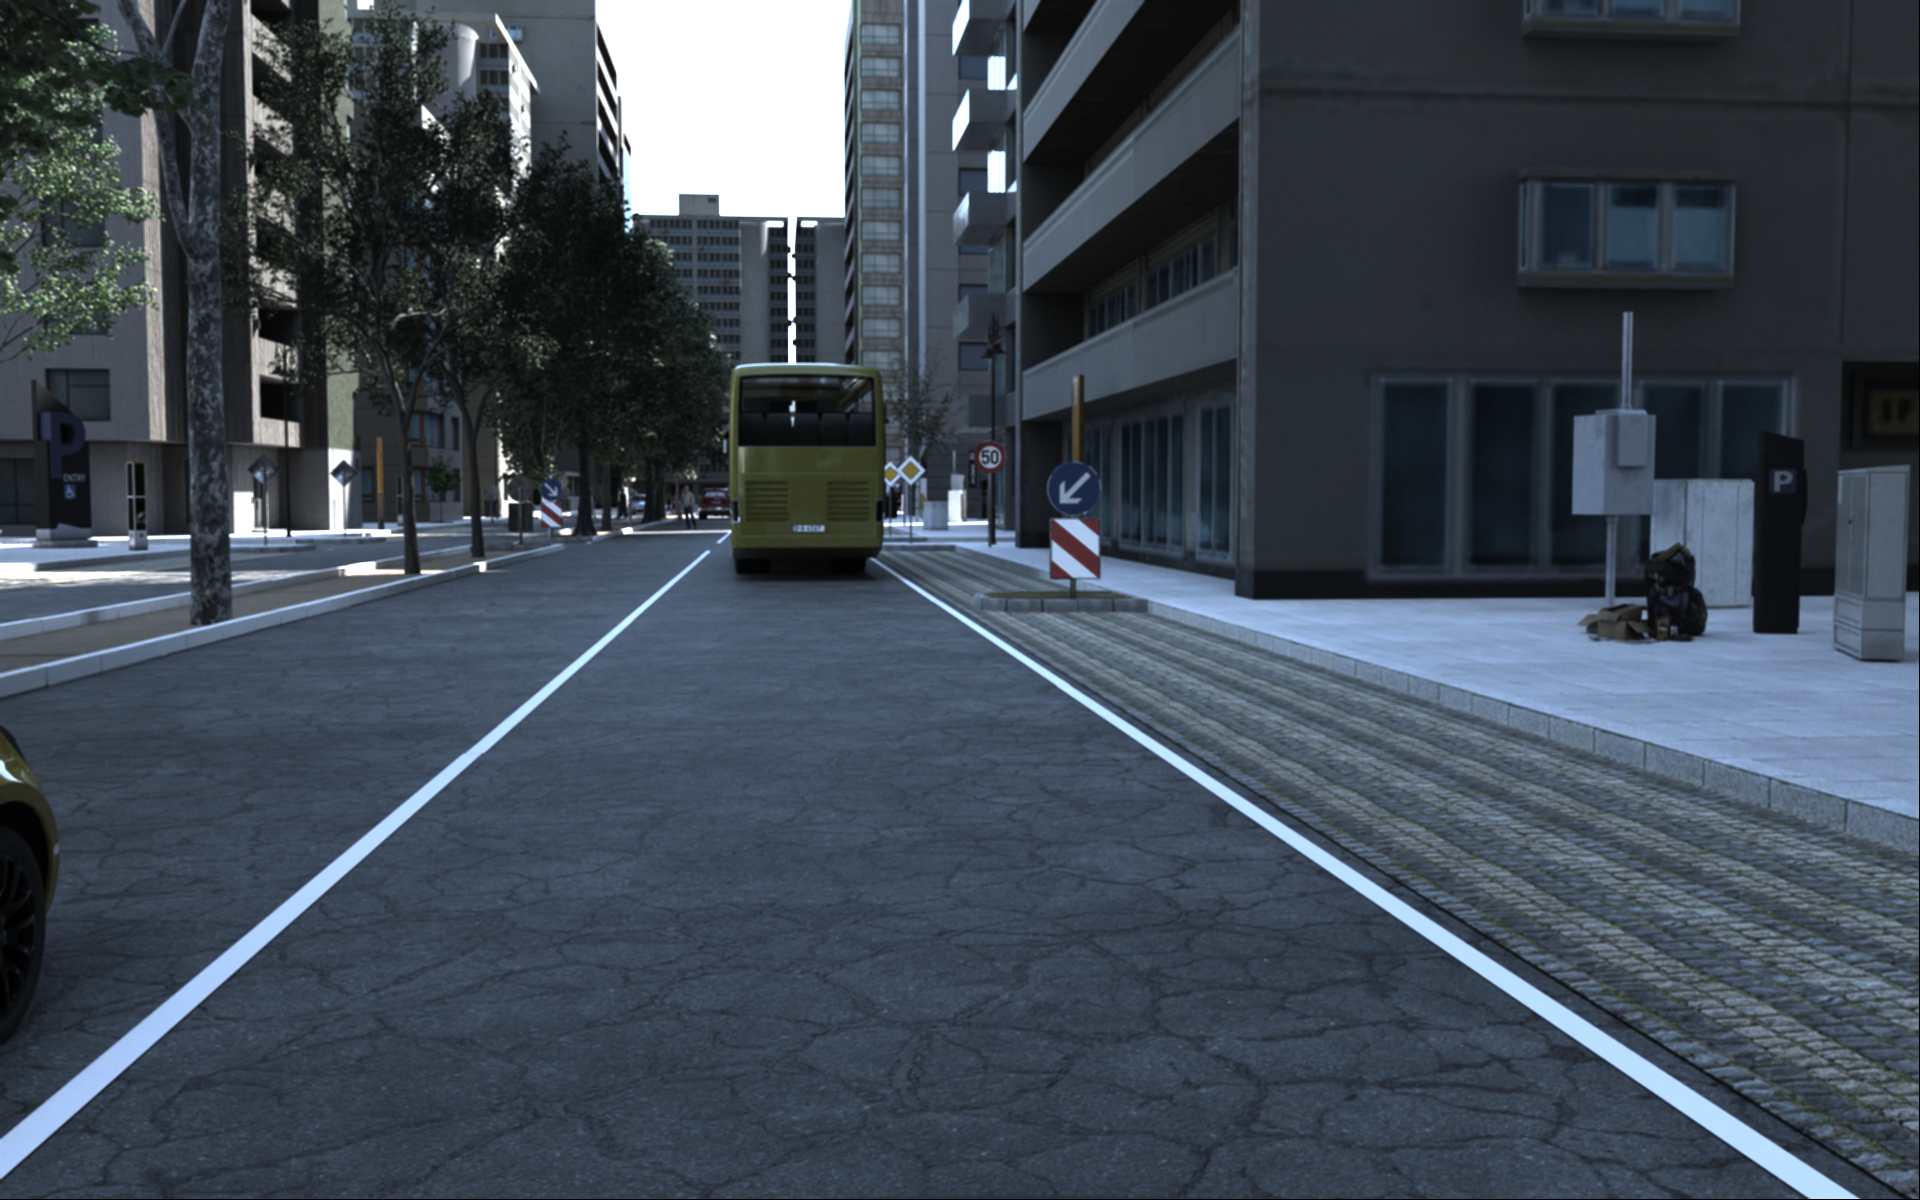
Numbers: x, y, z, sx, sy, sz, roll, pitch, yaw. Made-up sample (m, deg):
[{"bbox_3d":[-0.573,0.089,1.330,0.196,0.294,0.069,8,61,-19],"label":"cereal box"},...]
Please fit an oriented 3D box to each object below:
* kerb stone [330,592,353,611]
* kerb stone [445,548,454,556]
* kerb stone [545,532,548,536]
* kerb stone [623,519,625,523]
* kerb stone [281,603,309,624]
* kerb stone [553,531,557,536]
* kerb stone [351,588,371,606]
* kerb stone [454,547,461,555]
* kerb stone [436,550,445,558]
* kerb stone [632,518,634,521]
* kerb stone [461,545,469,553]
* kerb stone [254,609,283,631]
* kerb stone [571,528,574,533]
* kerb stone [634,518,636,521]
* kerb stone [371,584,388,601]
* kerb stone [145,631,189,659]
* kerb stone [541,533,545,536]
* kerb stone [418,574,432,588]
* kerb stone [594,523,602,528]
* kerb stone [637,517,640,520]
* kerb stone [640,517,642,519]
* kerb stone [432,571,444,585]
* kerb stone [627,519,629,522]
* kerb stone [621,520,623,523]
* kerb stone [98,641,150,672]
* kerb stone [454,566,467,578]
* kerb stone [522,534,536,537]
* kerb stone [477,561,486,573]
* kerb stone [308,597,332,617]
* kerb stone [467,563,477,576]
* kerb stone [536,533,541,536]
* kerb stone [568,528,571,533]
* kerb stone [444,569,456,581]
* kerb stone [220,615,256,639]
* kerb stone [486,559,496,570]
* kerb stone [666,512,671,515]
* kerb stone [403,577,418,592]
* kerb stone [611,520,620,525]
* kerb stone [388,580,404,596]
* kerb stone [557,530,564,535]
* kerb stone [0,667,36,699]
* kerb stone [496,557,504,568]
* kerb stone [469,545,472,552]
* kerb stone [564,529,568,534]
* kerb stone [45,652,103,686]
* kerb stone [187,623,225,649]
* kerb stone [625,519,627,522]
[{"bbox_3d":[-7.769,0.040,21.551,0.120,0.150,1.000,0,4,-6],"label":"kerb stone"},{"bbox_3d":[-11.817,-1.066,39.678,0.120,0.150,1.000,0,4,-6],"label":"kerb stone"},{"bbox_3d":[-13.623,-2.101,56.549,0.120,0.150,1.000,0,4,-6],"label":"kerb stone"},{"bbox_3d":[-16.674,-3.846,85.080,0.120,0.150,1.000,0,4,-6],"label":"kerb stone"},{"bbox_3d":[-7.561,0.164,19.507,0.120,0.150,1.000,0,4,-6],"label":"kerb stone"},{"bbox_3d":[-13.846,-2.226,58.585,0.120,0.150,1.000,0,4,-6],"label":"kerb stone"},{"bbox_3d":[-7.889,-0.023,22.570,0.120,0.150,1.000,0,4,-6],"label":"kerb stone"},{"bbox_3d":[-11.936,-1.132,40.708,0.120,0.150,1.000,0,4,-6],"label":"kerb stone"},{"bbox_3d":[-11.714,-1.007,38.659,0.120,0.150,1.000,0,4,-6],"label":"kerb stone"},{"bbox_3d":[-17.224,-4.153,90.189,0.120,0.150,1.000,0,4,-6],"label":"kerb stone"},{"bbox_3d":[-12.046,-1.194,41.724,0.120,0.150,1.000,0,4,-6],"label":"kerb stone"},{"bbox_3d":[-7.459,0.230,18.488,0.120,0.150,1.000,0,4,-6],"label":"kerb stone"},{"bbox_3d":[-14.389,-2.534,63.682,0.120,0.150,1.000,0,4,-6],"label":"kerb stone"},{"bbox_3d":[-17.321,-4.221,91.210,0.120,0.150,1.000,0,4,-6],"label":"kerb stone"},{"bbox_3d":[-7.993,-0.085,23.587,0.120,0.150,1.000,0,4,-6],"label":"kerb stone"},{"bbox_3d":[-7.127,0.418,15.432,0.120,0.150,1.000,0,4,-6],"label":"kerb stone"},{"bbox_3d":[-13.519,-2.037,55.525,0.120,0.150,1.000,0,4,-6],"label":"kerb stone"},{"bbox_3d":[-8.321,-0.272,26.636,0.120,0.150,1.000,0,4,-6],"label":"kerb stone"},{"bbox_3d":[-15.590,-3.220,74.890,0.120,0.150,1.000,0,4,-6],"label":"kerb stone"},{"bbox_3d":[-17.657,-4.408,94.267,0.120,0.150,1.000,0,4,-6],"label":"kerb stone"},{"bbox_3d":[-17.760,-4.469,95.286,0.120,0.150,1.000,0,4,-6],"label":"kerb stone"},{"bbox_3d":[-8.432,-0.334,27.656,0.120,0.150,1.000,0,4,-6],"label":"kerb stone"},{"bbox_3d":[-16.897,-3.966,87.123,0.120,0.150,1.000,0,4,-6],"label":"kerb stone"},{"bbox_3d":[-16.568,-3.783,84.064,0.120,0.150,1.000,0,4,-6],"label":"kerb stone"},{"bbox_3d":[-7.012,0.480,14.416,0.120,0.150,1.000,0,4,-6],"label":"kerb stone"},{"bbox_3d":[-8.640,-0.457,29.690,0.120,0.150,1.000,0,4,-6],"label":"kerb stone"},{"bbox_3d":[-13.305,-1.914,53.486,0.120,0.150,1.000,0,4,-6],"label":"kerb stone"},{"bbox_3d":[-8.870,-0.581,31.721,0.120,0.150,1.000,0,4,-6],"label":"kerb stone"},{"bbox_3d":[-7.666,0.104,20.533,0.120,0.150,1.000,0,4,-6],"label":"kerb stone"},{"bbox_3d":[-8.751,-0.520,30.706,0.120,0.150,1.000,0,4,-6],"label":"kerb stone"},{"bbox_3d":[-13.403,-1.974,54.509,0.120,0.150,1.000,0,4,-6],"label":"kerb stone"},{"bbox_3d":[-14.281,-2.475,62.665,0.120,0.150,1.000,0,4,-6],"label":"kerb stone"},{"bbox_3d":[-8.543,-0.390,28.672,0.120,0.150,1.000,0,4,-6],"label":"kerb stone"},{"bbox_3d":[-7.343,0.289,17.472,0.120,0.150,1.000,0,4,-6],"label":"kerb stone"},{"bbox_3d":[-8.971,-0.645,32.738,0.120,0.150,1.000,0,4,-6],"label":"kerb stone"},{"bbox_3d":[-20.925,-6.277,124.832,0.120,0.150,1.000,0,4,-6],"label":"kerb stone"},{"bbox_3d":[-8.218,-0.209,25.619,0.120,0.150,1.000,0,4,-6],"label":"kerb stone"},{"bbox_3d":[-16.346,-3.655,82.019,0.120,0.150,1.000,0,4,-6],"label":"kerb stone"},{"bbox_3d":[-8.099,-0.147,24.604,0.120,0.150,1.000,0,4,-6],"label":"kerb stone"},{"bbox_3d":[-14.064,-2.351,60.626,0.120,0.150,1.000,0,4,-6],"label":"kerb stone"},{"bbox_3d":[-6.802,0.602,12.368,0.120,0.150,1.000,0,4,-6],"label":"kerb stone"},{"bbox_3d":[-9.084,-0.707,33.754,0.120,0.150,1.000,0,4,-6],"label":"kerb stone"},{"bbox_3d":[-12.153,-1.257,42.741,0.120,0.150,1.000,0,4,-6],"label":"kerb stone"},{"bbox_3d":[-14.169,-2.410,61.643,0.120,0.150,1.000,0,4,-6],"label":"kerb stone"},{"bbox_3d":[-6.905,0.541,13.400,0.120,0.150,1.000,0,4,-6],"label":"kerb stone"},{"bbox_3d":[-7.234,0.354,16.455,0.120,0.150,1.000,0,4,-6],"label":"kerb stone"},{"bbox_3d":[-16.783,-3.909,86.107,0.120,0.150,1.000,0,4,-6],"label":"kerb stone"}]
